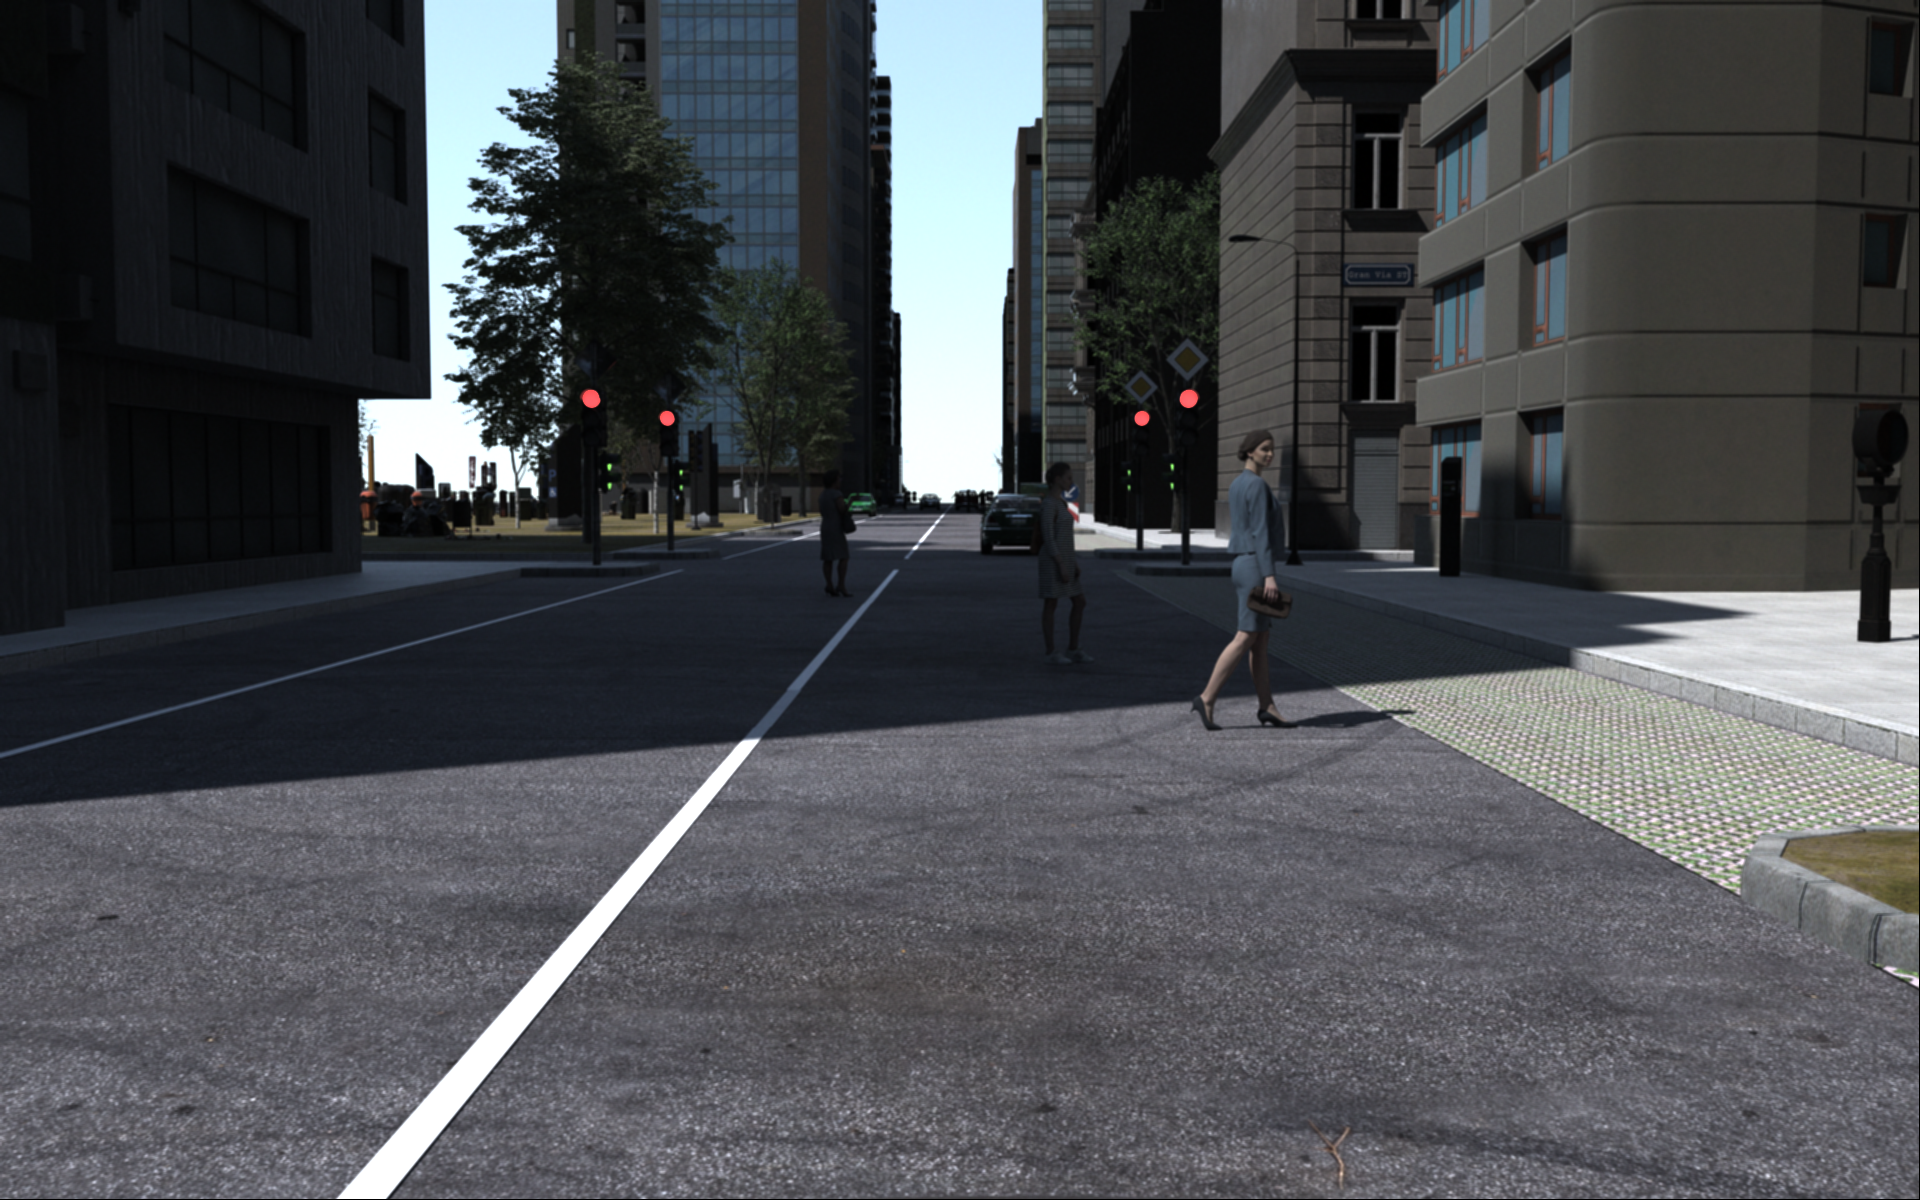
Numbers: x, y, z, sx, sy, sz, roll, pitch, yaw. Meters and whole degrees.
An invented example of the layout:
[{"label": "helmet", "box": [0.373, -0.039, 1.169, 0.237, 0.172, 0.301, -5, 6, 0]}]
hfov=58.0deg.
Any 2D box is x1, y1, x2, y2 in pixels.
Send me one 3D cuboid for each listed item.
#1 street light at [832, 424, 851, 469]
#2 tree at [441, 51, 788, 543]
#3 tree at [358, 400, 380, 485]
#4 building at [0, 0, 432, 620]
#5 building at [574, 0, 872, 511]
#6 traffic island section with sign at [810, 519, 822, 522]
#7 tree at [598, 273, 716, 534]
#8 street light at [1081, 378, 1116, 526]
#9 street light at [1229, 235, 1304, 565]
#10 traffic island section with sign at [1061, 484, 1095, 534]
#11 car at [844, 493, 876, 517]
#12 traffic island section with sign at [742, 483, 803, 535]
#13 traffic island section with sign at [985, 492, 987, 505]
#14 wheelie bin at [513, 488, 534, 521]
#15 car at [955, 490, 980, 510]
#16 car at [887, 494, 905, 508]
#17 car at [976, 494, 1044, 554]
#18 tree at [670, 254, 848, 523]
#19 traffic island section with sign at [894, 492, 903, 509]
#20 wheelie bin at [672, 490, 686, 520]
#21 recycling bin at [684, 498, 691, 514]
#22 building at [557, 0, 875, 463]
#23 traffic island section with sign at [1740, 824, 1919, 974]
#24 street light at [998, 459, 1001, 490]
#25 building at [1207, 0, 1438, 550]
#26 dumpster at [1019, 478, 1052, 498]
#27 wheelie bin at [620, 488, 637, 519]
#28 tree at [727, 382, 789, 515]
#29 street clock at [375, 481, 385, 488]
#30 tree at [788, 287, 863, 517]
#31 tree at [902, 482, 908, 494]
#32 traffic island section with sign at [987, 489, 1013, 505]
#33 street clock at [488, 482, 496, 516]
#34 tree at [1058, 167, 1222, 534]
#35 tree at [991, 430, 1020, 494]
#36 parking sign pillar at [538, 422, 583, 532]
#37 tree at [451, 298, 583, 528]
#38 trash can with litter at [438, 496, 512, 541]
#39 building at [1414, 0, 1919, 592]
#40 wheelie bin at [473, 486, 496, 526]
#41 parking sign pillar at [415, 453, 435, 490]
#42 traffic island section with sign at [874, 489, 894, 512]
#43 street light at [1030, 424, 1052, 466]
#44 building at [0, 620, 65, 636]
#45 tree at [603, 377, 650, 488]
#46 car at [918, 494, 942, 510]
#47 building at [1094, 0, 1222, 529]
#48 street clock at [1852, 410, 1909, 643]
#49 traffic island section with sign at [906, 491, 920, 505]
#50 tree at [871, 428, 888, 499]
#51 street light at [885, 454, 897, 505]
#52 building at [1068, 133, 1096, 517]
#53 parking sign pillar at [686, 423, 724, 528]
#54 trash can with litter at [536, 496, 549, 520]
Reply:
[{"label": "street light", "box": [-7.939, -8.752, 115.636, 1.470, 5.913, 1.316, 0, 3, 0]}, {"label": "tree", "box": [-9.283, -7.760, 45.006, 7.486, 12.596, 7.792, 0, 3, 0]}, {"label": "tree", "box": [-35.582, -9.184, 100.525, 4.360, 8.622, 3.978, 0, 3, 0]}, {"label": "building", "box": [-15.828, -15.459, 24.459, 14.107, 30.474, 14.160, 0, 3, 0]}, {"label": "building", "box": [-18.602, -36.772, 143.219, 21.231, 58.520, 28.212, 0, 3, 0]}, {"label": "traffic island section with sign", "box": [-6.560, -4.871, 88.275, 1.989, 1.847, 2.006, 0, 3, 0]}, {"label": "tree", "box": [-9.854, -6.451, 55.842, 4.360, 8.622, 3.978, 0, 3, 0]}, {"label": "street light", "box": [5.540, -5.916, 69.270, 1.470, 5.913, 1.316, 0, 3, 0]}, {"label": "street light", "box": [5.513, -3.588, 31.198, 1.470, 5.913, 1.316, 0, 3, 0]}, {"label": "traffic island section with sign", "box": [3.794, -3.274, 62.155, 1.989, 1.847, 2.006, 0, 3, 0]}, {"label": "car", "box": [-6.244, -6.104, 108.599, 1.959, 1.807, 4.718, 0, 4, 1]}, {"label": "traffic island section with sign", "box": [-6.578, -3.201, 60.966, 1.989, 1.847, 2.006, 0, 3, 0]}, {"label": "traffic island section with sign", "box": [3.897, -13.045, 221.913, 1.989, 1.847, 2.006, 0, 3, 0]}, {"label": "wheelie bin", "box": [-21.140, -4.651, 83.956, 0.980, 1.594, 0.693, -1, 4, -13]}, {"label": "car", "box": [0.654, -8.811, 152.725, 2.281, 1.827, 5.304, 0, 4, 0]}, {"label": "car", "box": [-6.301, -9.880, 173.542, 2.014, 1.417, 4.499, 0, 3, 0]}, {"label": "car", "box": [1.447, -1.881, 42.558, 2.131, 1.459, 4.920, 0, 4, 2]}, {"label": "tree", "box": [-8.666, -9.227, 76.612, 9.928, 11.665, 9.643, 0, 3, 0]}, {"label": "traffic island section with sign", "box": [-6.516, -9.646, 166.338, 1.989, 1.847, 2.006, 0, 3, 0]}, {"label": "wheelie bin", "box": [-13.967, -4.746, 85.497, 0.693, 1.594, 0.980, -3, 4, -37]}, {"label": "recycling bin", "box": [-17.670, -6.021, 110.990, 0.722, 1.027, 0.722, -1, 4, -17]}, {"label": "building", "box": [-23.307, -35.618, 171.588, 28.713, 52.752, 27.495, 0, 3, 0]}, {"label": "traffic island section with sign", "box": [3.759, 0.182, 5.657, 1.989, 1.847, 2.006, 0, 3, 0]}, {"label": "street light", "box": [5.657, -15.746, 229.987, 1.470, 5.913, 1.316, 0, 3, 0]}, {"label": "building", "box": [19.599, -15.104, 44.209, 25.104, 27.353, 12.463, 0, 3, 0]}, {"label": "dumpster", "box": [3.962, -4.999, 86.680, 1.985, 2.255, 1.502, 0, 4, 0]}, {"label": "wheelie bin", "box": [-16.770, -4.887, 87.804, 0.693, 1.594, 0.980, 2, 4, 25]}, {"label": "tree", "box": [-12.473, -9.552, 106.533, 4.360, 8.622, 3.978, 0, 3, 0]}, {"label": "street clock", "box": [-32.794, -5.680, 97.434, 0.471, 2.002, 0.358, -1, 4, -12]}, {"label": "tree", "box": [-8.923, -10.829, 95.186, 7.486, 12.596, 7.792, 0, 3, 0]}, {"label": "tree", "box": [-9.019, -17.086, 273.957, 1.663, 3.219, 1.824, 0, 3, 0]}, {"label": "traffic island section with sign", "box": [3.854, -9.645, 166.322, 1.989, 1.847, 2.006, 0, 3, 0]}, {"label": "street clock", "box": [-27.397, -5.934, 101.594, 0.471, 2.002, 0.358, -1, 4, -11]}, {"label": "tree", "box": [7.065, -7.975, 56.148, 9.928, 11.665, 9.643, 0, 3, 0]}, {"label": "tree", "box": [5.994, -15.148, 198.029, 4.360, 8.622, 3.978, 0, 3, 0]}, {"label": "parking sign pillar", "box": [-13.647, -4.366, 59.854, 1.447, 3.967, 1.447, 2, 4, 28]}, {"label": "tree", "box": [-16.617, -6.979, 64.474, 4.360, 8.622, 3.978, 0, 3, 0]}, {"label": "trash can with litter", "box": [-13.650, -2.316, 48.924, 2.233, 1.210, 1.678, -3, 4, -36]}, {"label": "building", "box": [22.101, -10.489, 16.534, 27.650, 21.520, 28.899, 0, 3, 0]}, {"label": "wheelie bin", "box": [-19.227, -3.799, 70.028, 0.980, 1.594, 0.693, 0, 4, 7]}, {"label": "parking sign pillar", "box": [-35.149, -7.668, 113.845, 1.447, 3.967, 1.447, 2, 4, 24]}, {"label": "traffic island section with sign", "box": [-6.536, -7.977, 139.051, 1.989, 1.847, 2.006, 0, 3, 0]}, {"label": "street light", "box": [5.503, -8.673, 114.342, 1.470, 5.913, 1.316, 0, 3, 0]}, {"label": "building", "box": [-15.689, -14.513, 8.994, 14.160, 30.474, 14.107, 0, 3, 0]}, {"label": "tree", "box": [-18.808, -8.957, 96.811, 4.737, 8.622, 4.395, 0, 3, 0]}, {"label": "car", "box": [-2.711, -8.837, 156.280, 2.131, 1.459, 4.920, 0, 4, -1]}, {"label": "building", "box": [12.260, -14.715, 70.261, 12.332, 23.373, 15.834, 0, 3, 0]}, {"label": "street clock", "box": [7.944, -0.638, 14.994, 0.471, 2.002, 0.358, -2, 4, -30]}, {"label": "traffic island section with sign", "box": [-6.482, -12.992, 221.048, 1.989, 1.847, 2.006, 0, 3, 0]}, {"label": "tree", "box": [-9.628, -14.678, 190.349, 4.737, 8.622, 4.395, 0, 3, 0]}, {"label": "street light", "box": [-7.954, -13.837, 198.780, 1.470, 5.913, 1.316, 0, 3, 0]}, {"label": "building", "box": [13.348, -16.947, 96.166, 14.460, 24.649, 34.723, 0, 3, 0]}, {"label": "parking sign pillar", "box": [-9.807, -4.767, 66.411, 1.447, 3.967, 1.447, -3, 5, -42]}, {"label": "trash can with litter", "box": [-20.677, -4.600, 86.593, 1.055, 1.170, 0.624, 1, 4, 21]}]
